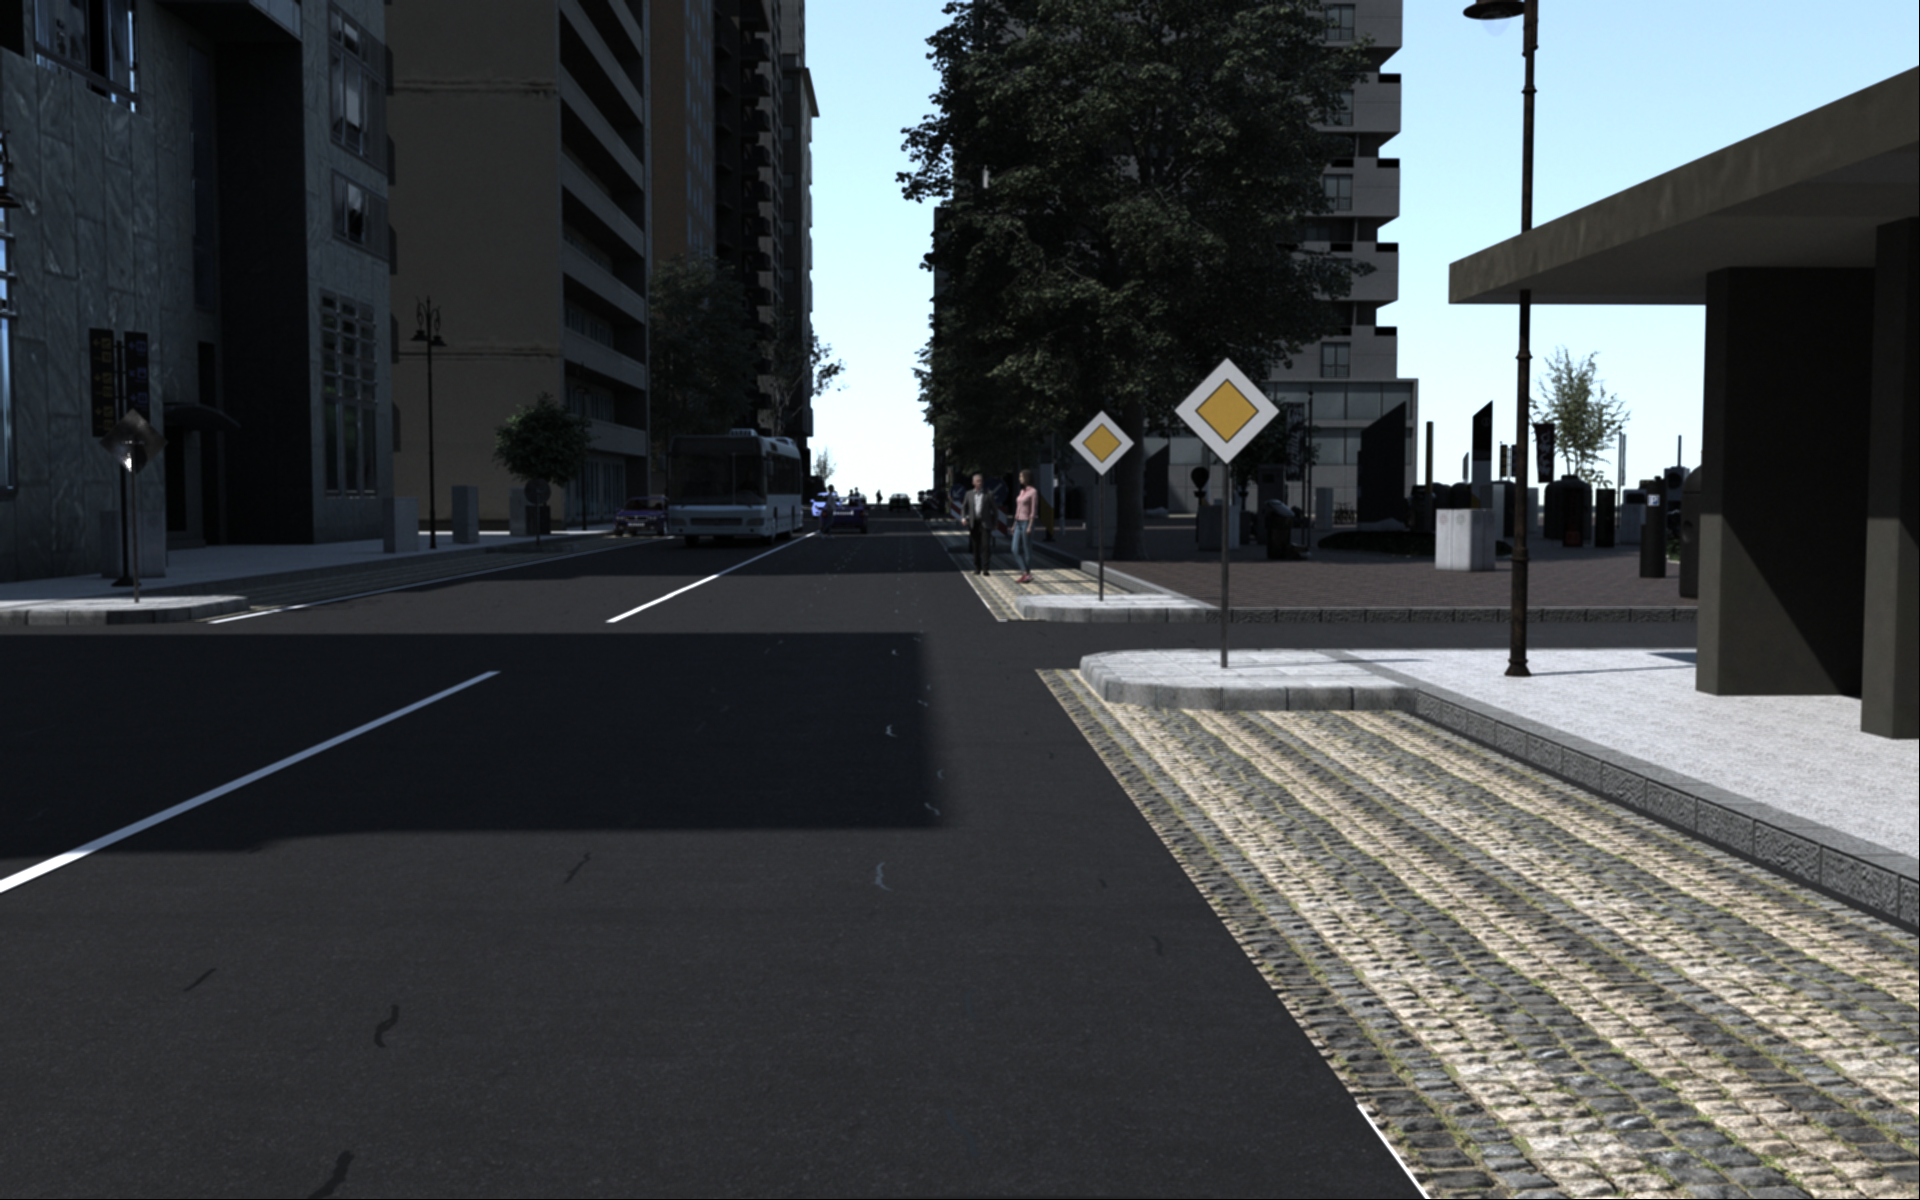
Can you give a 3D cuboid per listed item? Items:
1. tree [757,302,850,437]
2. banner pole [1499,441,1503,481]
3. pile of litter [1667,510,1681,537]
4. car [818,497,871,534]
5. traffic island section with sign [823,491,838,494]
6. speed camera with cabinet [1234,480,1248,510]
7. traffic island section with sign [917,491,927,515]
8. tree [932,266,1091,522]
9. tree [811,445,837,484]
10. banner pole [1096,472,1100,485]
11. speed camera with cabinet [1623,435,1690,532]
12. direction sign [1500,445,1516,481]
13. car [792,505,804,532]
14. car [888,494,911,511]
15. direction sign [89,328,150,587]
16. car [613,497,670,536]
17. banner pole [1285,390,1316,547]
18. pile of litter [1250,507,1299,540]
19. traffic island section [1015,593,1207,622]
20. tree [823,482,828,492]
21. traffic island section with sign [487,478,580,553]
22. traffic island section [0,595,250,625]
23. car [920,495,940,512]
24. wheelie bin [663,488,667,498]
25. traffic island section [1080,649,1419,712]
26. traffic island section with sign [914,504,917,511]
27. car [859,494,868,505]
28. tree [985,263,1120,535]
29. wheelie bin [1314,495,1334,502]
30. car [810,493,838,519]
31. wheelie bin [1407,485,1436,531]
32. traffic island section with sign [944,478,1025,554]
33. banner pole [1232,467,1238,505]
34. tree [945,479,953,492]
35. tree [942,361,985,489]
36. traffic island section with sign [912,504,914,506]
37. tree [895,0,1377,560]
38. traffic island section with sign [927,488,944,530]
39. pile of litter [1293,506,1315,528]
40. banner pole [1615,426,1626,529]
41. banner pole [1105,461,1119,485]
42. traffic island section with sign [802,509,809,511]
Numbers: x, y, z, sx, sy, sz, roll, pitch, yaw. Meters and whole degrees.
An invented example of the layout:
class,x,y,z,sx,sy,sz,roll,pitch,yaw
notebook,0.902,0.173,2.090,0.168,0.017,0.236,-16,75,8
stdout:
class,x,y,z,sx,sy,sz,roll,pitch,yaw
tree,-16.846,-19.117,168.447,12.611,20.169,13.585,0,3,0
banner pole,25.589,-5.619,81.894,0.401,3.779,0.863,2,4,28
pile of litter,19.716,-2.106,48.395,1.176,0.858,1.719,1,4,9
car,-4.237,-3.101,63.286,1.945,1.354,3.894,0,4,-3
traffic island section with sign,-15.637,-11.874,202.774,1.989,1.847,2.006,0,4,-2
speed camera with cabinet,13.775,-5.546,85.017,0.660,3.252,2.038,0,4,7
traffic island section with sign,-1.844,-6.859,120.771,1.989,1.847,2.006,0,4,-2
tree,2.661,-9.808,78.480,7.486,12.596,7.792,0,3,0
tree,-20.207,-18.676,255.712,4.360,8.622,3.978,0,3,0
banner pole,7.844,-6.449,95.452,0.863,3.779,0.401,-1,4,-22
speed camera with cabinet,23.437,-3.914,58.327,2.038,3.252,0.660,3,5,43
direction sign,25.113,-5.337,79.259,0.876,3.537,0.379,0,4,-8
car,-7.022,-3.308,66.446,2.083,1.381,4.827,0,4,-3
car,-5.088,-8.409,146.284,1.959,1.807,4.718,0,4,-1
direction sign,-11.639,-1.962,24.072,0.379,3.537,0.876,2,4,28
car,-10.747,-2.862,59.382,1.945,1.354,3.894,0,3,0
banner pole,8.209,-3.160,41.688,0.863,3.779,0.401,-1,4,-13
pile of litter,8.256,-2.081,47.982,1.176,0.858,1.719,-3,5,-43
traffic island section,1.712,0.092,20.777,2.009,0.180,2.903,0,4,-2
tree,-20.022,-15.706,251.399,1.663,3.219,1.824,0,3,0
traffic island section with sign,-10.441,-2.080,42.635,1.989,1.847,2.006,0,4,-2
traffic island section,-9.723,0.114,20.414,2.009,0.180,2.903,0,4,-2
car,-2.152,-7.501,135.229,1.945,1.354,3.894,0,4,-1
wheelie bin,-15.657,-5.255,93.826,0.980,1.594,0.693,0,4,-5
traffic island section,1.970,0.580,12.796,2.009,0.180,2.903,0,4,-2
traffic island section with sign,-2.723,-8.507,147.712,1.989,1.847,2.006,0,4,-2
car,-13.376,-13.568,232.064,2.015,1.641,3.980,0,4,-3
tree,3.431,-6.341,54.038,4.360,8.622,3.978,0,3,0
wheelie bin,18.960,-5.035,90.224,0.980,1.594,0.693,1,4,10
car,-7.583,-5.481,99.205,1.945,1.707,3.694,0,4,-3
wheelie bin,16.013,-3.185,59.982,0.980,1.594,0.693,0,4,-2
traffic island section with sign,0.690,-2.061,42.318,1.989,1.847,2.006,0,4,-2
banner pole,9.491,-4.225,59.102,0.401,3.779,0.863,-3,4,-37
tree,-0.628,-11.410,181.158,1.663,3.219,1.824,0,3,0
tree,1.201,-8.555,90.238,4.360,8.622,3.978,0,3,0
traffic island section with sign,-4.503,-11.903,203.246,1.989,1.847,2.006,0,4,-2
tree,3.399,-7.787,33.976,9.857,13.997,8.962,0,3,0
traffic island section with sign,-0.222,-3.775,70.350,1.989,1.847,2.006,0,4,-2
pile of litter,12.658,-3.154,65.534,1.719,0.858,1.176,1,4,17
banner pole,24.404,-4.518,63.886,0.401,3.779,0.863,3,5,40
banner pole,7.489,-5.730,83.704,0.401,3.779,0.863,-2,4,-29
traffic island section with sign,-13.845,-8.485,147.363,1.989,1.847,2.006,0,4,-2
